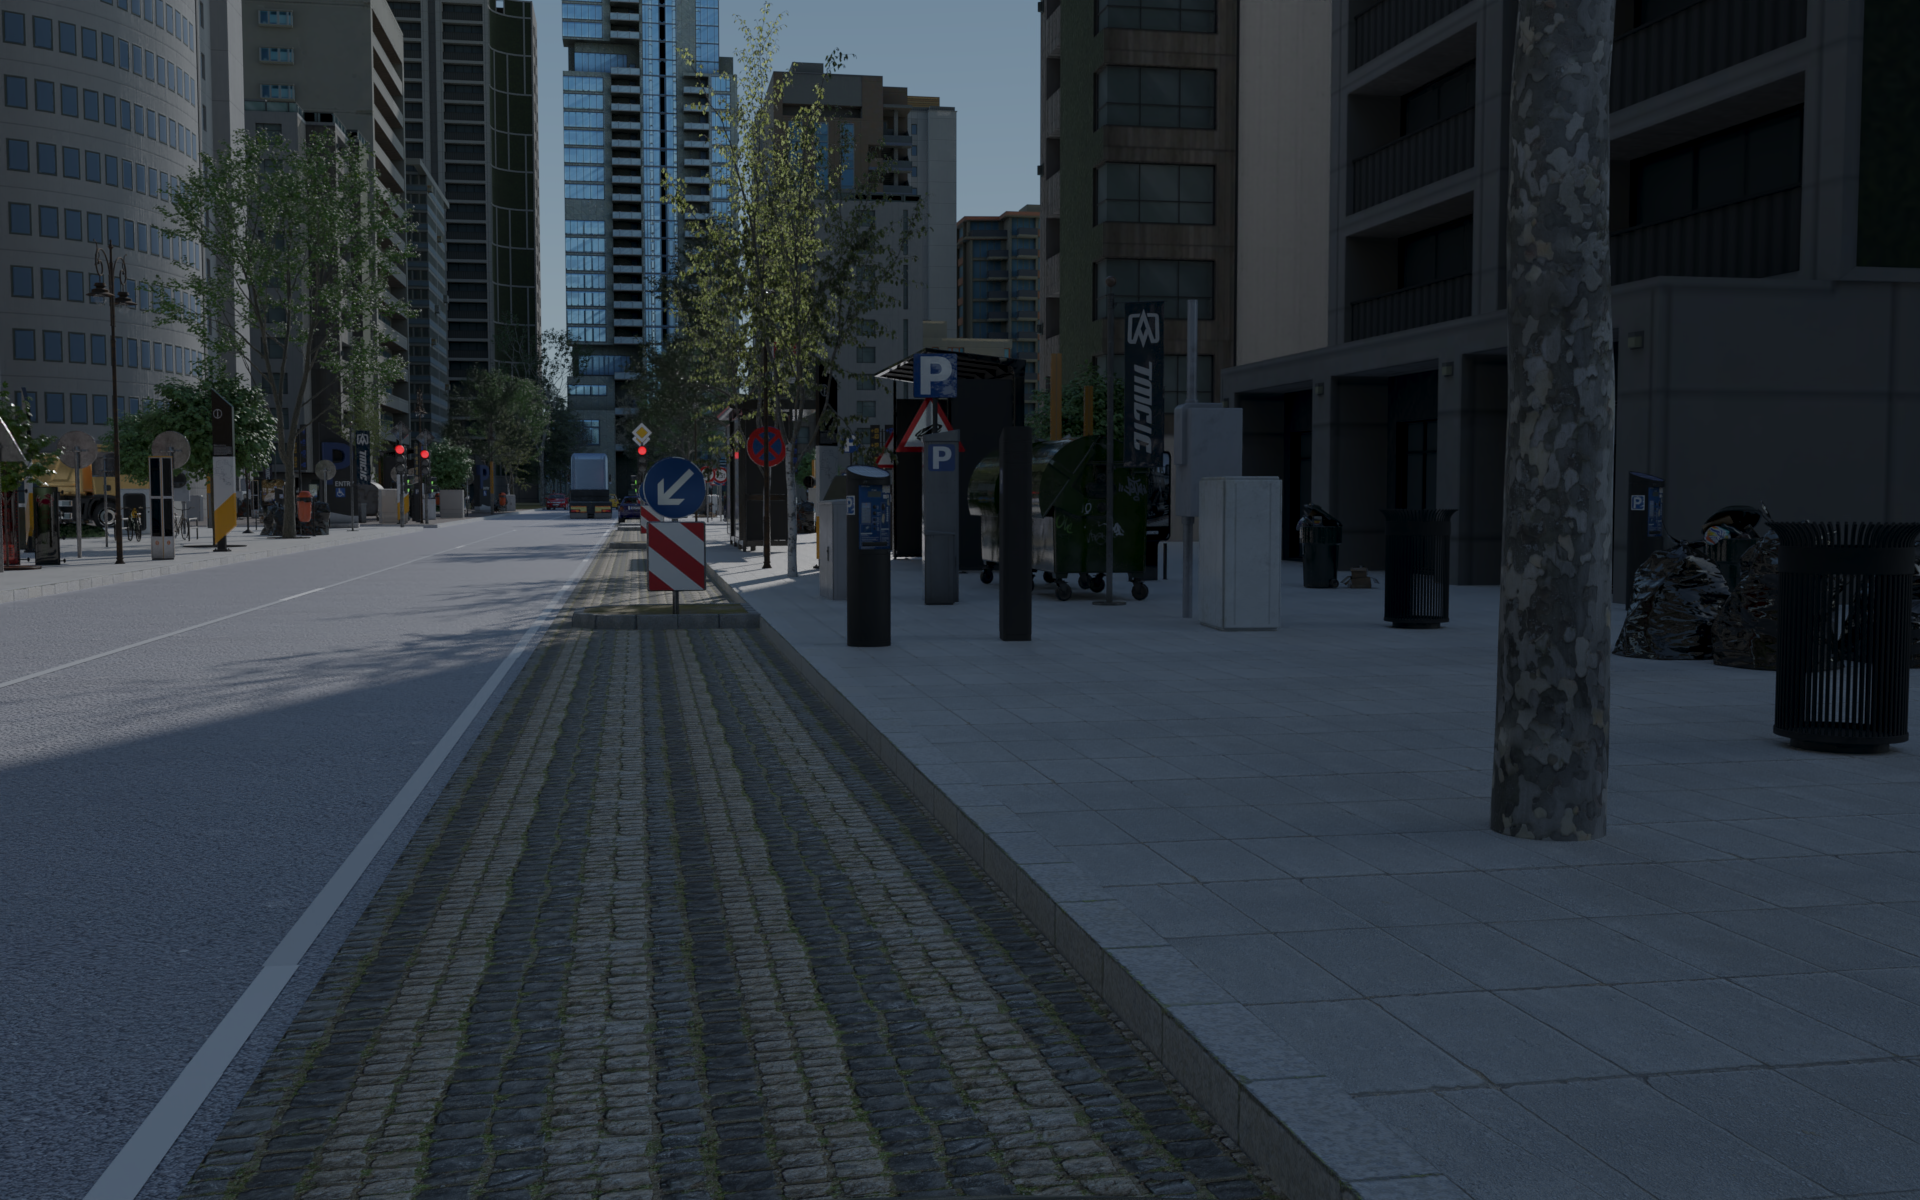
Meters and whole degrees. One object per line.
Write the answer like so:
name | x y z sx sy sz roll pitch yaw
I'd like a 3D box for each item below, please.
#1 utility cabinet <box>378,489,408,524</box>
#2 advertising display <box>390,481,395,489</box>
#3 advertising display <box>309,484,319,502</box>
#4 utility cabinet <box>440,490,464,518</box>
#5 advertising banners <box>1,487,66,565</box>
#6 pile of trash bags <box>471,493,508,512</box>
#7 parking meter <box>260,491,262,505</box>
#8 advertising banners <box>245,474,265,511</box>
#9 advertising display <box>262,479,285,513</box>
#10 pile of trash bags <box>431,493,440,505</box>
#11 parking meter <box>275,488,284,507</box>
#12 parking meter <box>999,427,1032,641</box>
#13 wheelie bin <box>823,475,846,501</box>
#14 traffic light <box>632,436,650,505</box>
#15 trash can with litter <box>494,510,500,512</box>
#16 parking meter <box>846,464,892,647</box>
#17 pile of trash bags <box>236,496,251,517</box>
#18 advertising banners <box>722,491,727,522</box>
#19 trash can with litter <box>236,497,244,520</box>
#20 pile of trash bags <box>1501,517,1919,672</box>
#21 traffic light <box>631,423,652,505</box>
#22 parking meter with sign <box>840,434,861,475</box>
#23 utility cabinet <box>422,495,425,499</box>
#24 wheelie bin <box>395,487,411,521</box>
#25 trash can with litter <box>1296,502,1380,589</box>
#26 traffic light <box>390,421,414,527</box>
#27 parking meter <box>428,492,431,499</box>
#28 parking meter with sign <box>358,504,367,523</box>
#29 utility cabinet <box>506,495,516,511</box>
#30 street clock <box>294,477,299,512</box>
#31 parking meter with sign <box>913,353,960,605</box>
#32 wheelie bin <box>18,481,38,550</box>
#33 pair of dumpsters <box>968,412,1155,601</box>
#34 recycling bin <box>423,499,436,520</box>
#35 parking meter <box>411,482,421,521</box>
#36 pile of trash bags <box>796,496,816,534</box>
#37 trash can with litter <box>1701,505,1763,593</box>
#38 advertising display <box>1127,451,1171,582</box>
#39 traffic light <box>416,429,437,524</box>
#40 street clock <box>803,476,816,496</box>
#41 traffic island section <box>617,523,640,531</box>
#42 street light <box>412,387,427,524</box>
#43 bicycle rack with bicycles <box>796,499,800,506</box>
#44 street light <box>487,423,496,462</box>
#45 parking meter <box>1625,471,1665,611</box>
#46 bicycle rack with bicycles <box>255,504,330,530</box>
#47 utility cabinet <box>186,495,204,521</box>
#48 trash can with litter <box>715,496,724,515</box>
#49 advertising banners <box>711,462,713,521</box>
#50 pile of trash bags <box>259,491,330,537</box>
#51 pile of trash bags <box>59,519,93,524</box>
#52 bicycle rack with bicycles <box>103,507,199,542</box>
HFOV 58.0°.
utility cabinet | -24.428 -4.036 74.668 1.173 1.500 0.318 -3 5 -43
advertising display | -27.902 -4.888 85.137 0.123 1.923 0.974 -2 4 -24
advertising display | -42.925 -6.720 115.088 0.974 1.923 0.123 3 4 38
utility cabinet | -26.722 -5.043 91.139 1.173 1.500 0.318 0 4 -2
advertising banners | -17.190 -2.141 31.200 2.074 3.025 0.090 0 4 2
pile of trash bags | -33.928 -7.141 126.502 1.912 1.369 3.447 -3 4 -36
parking meter | -44.522 -6.256 110.694 0.372 1.533 0.369 0 3 0
advertising banners | -40.829 -6.374 100.399 2.074 3.025 0.090 2 4 33
advertising display | -30.136 -4.334 76.071 0.974 1.923 0.123 0 4 -5
pile of trash bags | -40.171 -7.411 130.927 3.447 1.369 1.912 3 5 41
parking meter | -28.973 -3.996 73.752 0.372 1.533 0.369 0 3 0
parking meter | 0.488 -0.582 15.230 0.255 1.863 0.399 0 4 -5
wheelie bin | -1.876 -1.281 28.851 0.980 1.594 0.693 3 5 40
traffic light | -13.980 -5.324 75.966 0.839 4.253 0.868 -1 4 -11
trash can with litter | -32.888 -6.756 121.514 2.233 1.210 1.678 -3 5 -43
parking meter | -0.771 -0.380 14.631 0.372 1.533 0.369 0 3 0
pile of trash bags | -40.223 -5.278 96.048 1.912 1.369 3.447 1 4 10
advertising banners | -10.608 -5.118 79.871 0.090 3.025 2.074 -2 4 -25
trash can with litter | -36.315 -4.553 85.495 1.678 1.210 2.233 2 4 30
pile of trash bags | 5.748 -0.213 13.228 3.447 1.369 1.912 -1 4 -13
traffic light | -12.509 -4.844 68.118 0.839 4.253 0.868 -1 4 -11
parking meter with sign | -3.201 -3.254 49.461 0.543 3.016 1.738 0 4 3
utility cabinet | -42.714 -7.759 138.015 0.306 1.237 1.020 0 4 -3
wheelie bin | -26.655 -4.568 82.601 0.980 1.594 0.693 2 4 27
trash can with litter | 5.166 -0.753 23.691 1.055 1.170 0.624 0 4 1
traffic light | -21.412 -4.741 66.439 0.839 4.253 0.868 -1 4 -11
parking meter | -33.522 -6.163 109.177 0.372 1.533 0.369 0 3 0
parking meter with sign | -26.736 -4.866 75.821 0.543 3.016 1.738 1 4 20
utility cabinet | -33.685 -7.215 129.125 1.020 1.237 0.306 -1 4 -22
street clock | -28.203 -4.216 73.505 0.358 2.002 0.471 2 4 30
parking meter with sign | -0.260 -1.498 20.753 0.543 3.016 1.738 0 4 -3
wheelie bin | -21.726 -1.972 40.156 0.980 1.594 0.693 -2 4 -31
pair of dumpsters | 1.275 -1.236 22.704 1.574 2.255 4.437 -1 4 -10
recycling bin | -26.591 -4.507 86.237 0.722 1.027 0.722 -3 5 -42
parking meter | -25.552 -4.626 81.349 0.255 1.863 0.399 3 5 44
pile of trash bags | -5.655 -2.835 56.109 1.912 1.369 3.447 0 4 6
trash can with litter | 7.644 -0.372 17.477 0.624 1.170 1.055 0 4 2
advertising display | 2.786 -1.250 25.646 0.123 1.923 0.974 3 5 43
traffic light | -22.884 -5.221 74.288 0.839 4.253 0.868 -1 4 -11
street clock | -5.944 -3.913 68.544 0.471 2.002 0.358 1 4 17
traffic island section | -12.467 -2.811 68.239 2.009 0.180 2.903 -1 4 -11
street light | -23.419 -6.264 75.211 0.468 5.910 1.993 -1 4 -11
bicycle rack with bicycles | -12.175 -6.831 125.061 2.925 0.926 2.852 3 5 39
street light | -30.623 -8.598 113.372 0.468 5.910 1.993 -1 4 -11
parking meter | 7.507 -0.646 18.975 0.372 1.533 0.369 0 3 0
bicycle rack with bicycles | -23.743 -2.935 61.364 2.852 0.926 2.925 -2 4 -30
utility cabinet | -36.219 -4.313 81.681 1.020 1.237 0.306 1 4 11
trash can with litter | -14.414 -5.708 104.718 0.624 1.170 1.055 1 4 15
advertising banners | -11.948 -5.332 83.364 0.090 3.025 2.074 -1 4 -8
pile of trash bags | -20.411 -2.670 53.413 1.912 1.369 3.447 -2 4 -29
pile of trash bags | -39.259 -3.976 74.762 3.447 1.369 1.912 1 4 10
bicycle rack with bicycles | -22.113 -2.081 47.398 2.852 0.926 2.925 -1 4 -16
